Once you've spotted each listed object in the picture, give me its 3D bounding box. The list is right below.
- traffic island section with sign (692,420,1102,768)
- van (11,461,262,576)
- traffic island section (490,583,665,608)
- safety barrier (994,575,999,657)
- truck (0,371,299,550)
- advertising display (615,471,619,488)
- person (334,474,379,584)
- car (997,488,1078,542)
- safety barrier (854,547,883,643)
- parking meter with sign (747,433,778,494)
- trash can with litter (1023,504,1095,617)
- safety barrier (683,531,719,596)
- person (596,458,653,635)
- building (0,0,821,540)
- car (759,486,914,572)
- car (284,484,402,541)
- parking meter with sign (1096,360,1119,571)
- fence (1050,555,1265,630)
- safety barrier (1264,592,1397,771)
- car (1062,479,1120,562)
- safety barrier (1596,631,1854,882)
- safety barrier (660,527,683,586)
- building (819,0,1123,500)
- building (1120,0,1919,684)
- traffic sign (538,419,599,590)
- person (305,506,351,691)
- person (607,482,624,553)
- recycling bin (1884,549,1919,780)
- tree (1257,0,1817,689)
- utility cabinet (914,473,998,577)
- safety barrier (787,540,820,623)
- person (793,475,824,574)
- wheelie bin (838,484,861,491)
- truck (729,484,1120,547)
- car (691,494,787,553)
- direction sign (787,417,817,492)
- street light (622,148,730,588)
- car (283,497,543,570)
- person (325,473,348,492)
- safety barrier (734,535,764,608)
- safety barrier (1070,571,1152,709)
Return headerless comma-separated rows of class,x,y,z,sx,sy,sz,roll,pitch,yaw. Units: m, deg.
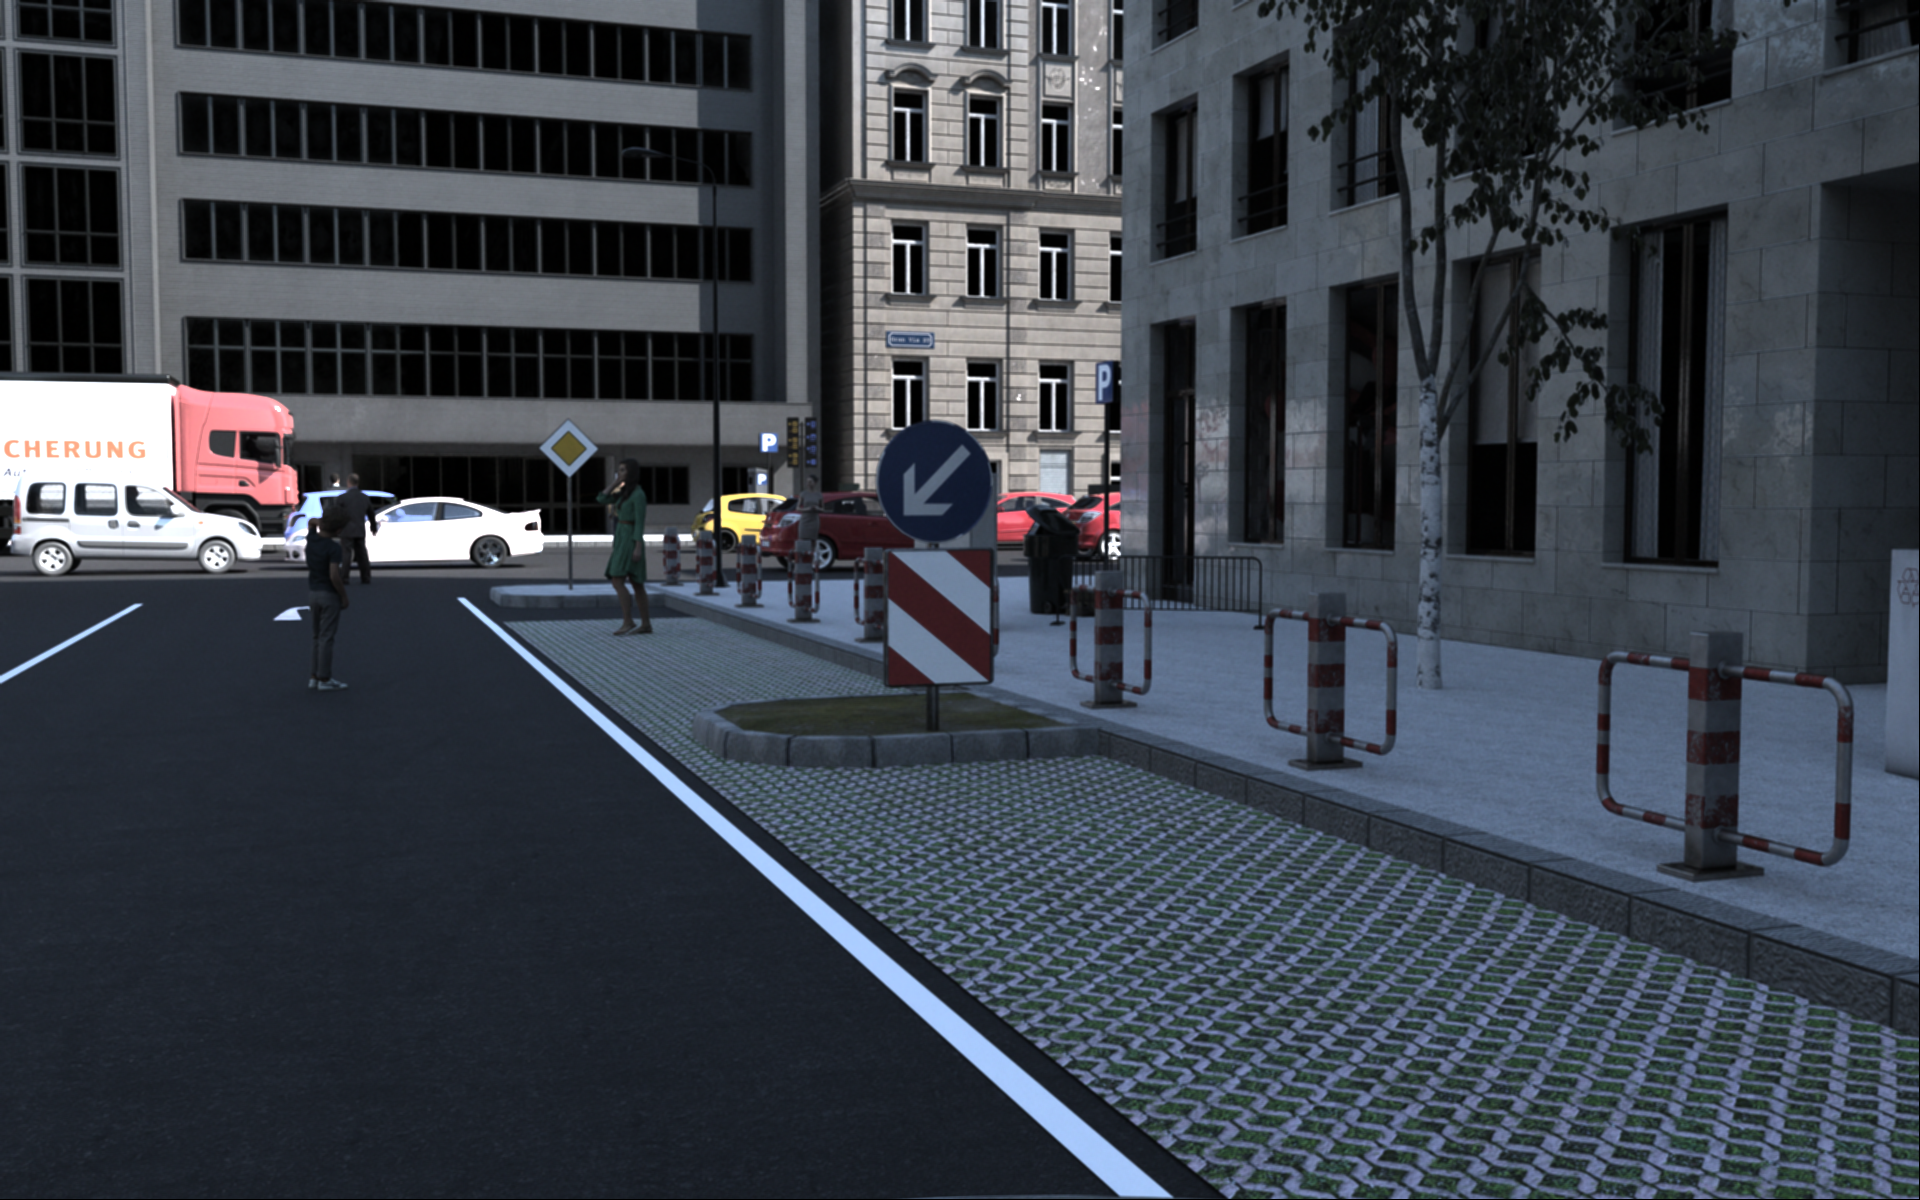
traffic island section with sign,-0.484,-0.084,10.004,1.989,1.847,2.006,-1,4,-20
van,-14.850,-1.489,31.362,4.112,2.044,2.013,-1,4,-21
traffic island section,-5.196,-0.057,23.212,2.009,0.180,2.903,-1,4,-20
safety barrier,0.074,0.094,12.732,0.300,0.817,1.120,-1,4,-20
truck,-21.036,-3.190,41.078,11.283,4.237,2.839,-1,4,-19
advertising display,-9.757,-2.708,49.485,0.123,1.923,0.974,-1,4,-16
person,-9.711,-1.134,27.592,0.434,1.755,0.990,3,4,38
car,1.230,-2.184,44.748,4.494,1.783,2.155,-1,4,-18
safety barrier,-0.748,-0.046,15.031,0.300,0.817,1.120,-1,4,-20
parking meter with sign,-5.850,-3.307,50.332,0.543,3.016,1.738,-2,4,-27
trash can with litter,1.174,-0.435,18.499,0.624,1.170,1.055,-3,5,-43
safety barrier,-3.218,-0.469,21.950,0.300,0.817,1.120,-1,4,-20
person,-3.315,-0.535,17.497,0.529,1.795,0.600,-3,5,-44
building,-20.382,-14.460,55.492,30.058,24.678,14.314,-1,4,-20
car,-1.560,-1.464,32.974,4.494,1.783,2.155,-1,4,-21
car,-12.544,-1.688,37.188,3.694,1.707,1.945,-1,4,-20
parking meter with sign,2.714,-1.644,23.143,1.738,3.016,0.543,-1,4,-20
fence,1.913,-0.085,16.765,2.069,0.683,0.278,1,4,15
safety barrier,1.720,0.376,8.131,0.300,0.817,1.120,-1,4,-20
car,4.322,-1.748,37.628,4.494,1.783,2.155,-1,4,-18
safety barrier,2.536,0.517,5.830,0.300,0.817,1.120,-1,4,-20
safety barrier,-4.038,-0.610,24.251,0.300,0.817,1.120,-1,4,-20
building,6.108,-16.301,63.789,25.104,27.353,12.463,-1,4,-20
building,9.710,-9.794,14.885,10.420,20.320,16.860,-1,4,-20
traffic sign,-5.216,-1.192,23.127,0.795,2.450,0.064,-1,4,-20
person,-4.653,-0.019,12.718,0.435,1.345,0.340,1,4,18
person,-8.073,-2.020,41.438,0.656,1.842,0.836,-2,4,-34
recycling bin,4.669,0.297,7.696,0.722,1.027,0.722,-1,4,-9
tree,3.207,-3.707,10.973,4.360,8.622,3.978,0,3,0
utility cabinet,-0.040,-0.480,16.522,0.318,1.500,1.173,-2,4,-27
safety barrier,-1.568,-0.187,17.331,0.300,0.817,1.120,-1,4,-20
person,-2.721,-1.363,31.123,0.599,1.781,0.374,-1,4,-13
wheelie bin,-3.341,-2.688,51.854,0.980,1.594,0.693,1,4,12
truck,2.789,-3.620,48.945,18.799,4.110,2.967,-1,4,-19
car,-4.674,-2.017,43.195,3.980,1.641,2.015,-1,4,-19
direction sign,-4.667,-3.622,51.222,0.876,3.537,0.379,0,4,-1
street light,-3.855,-3.121,23.566,1.470,5.913,1.316,-1,4,-20
car,-10.610,-1.309,33.769,4.827,1.381,2.083,-1,4,-19
person,-14.004,-1.905,39.011,0.474,1.900,0.648,3,5,43
safety barrier,-2.396,-0.329,19.651,0.300,0.817,1.120,-1,4,-20
safety barrier,0.897,0.235,10.434,0.300,0.817,1.120,-1,4,-20
